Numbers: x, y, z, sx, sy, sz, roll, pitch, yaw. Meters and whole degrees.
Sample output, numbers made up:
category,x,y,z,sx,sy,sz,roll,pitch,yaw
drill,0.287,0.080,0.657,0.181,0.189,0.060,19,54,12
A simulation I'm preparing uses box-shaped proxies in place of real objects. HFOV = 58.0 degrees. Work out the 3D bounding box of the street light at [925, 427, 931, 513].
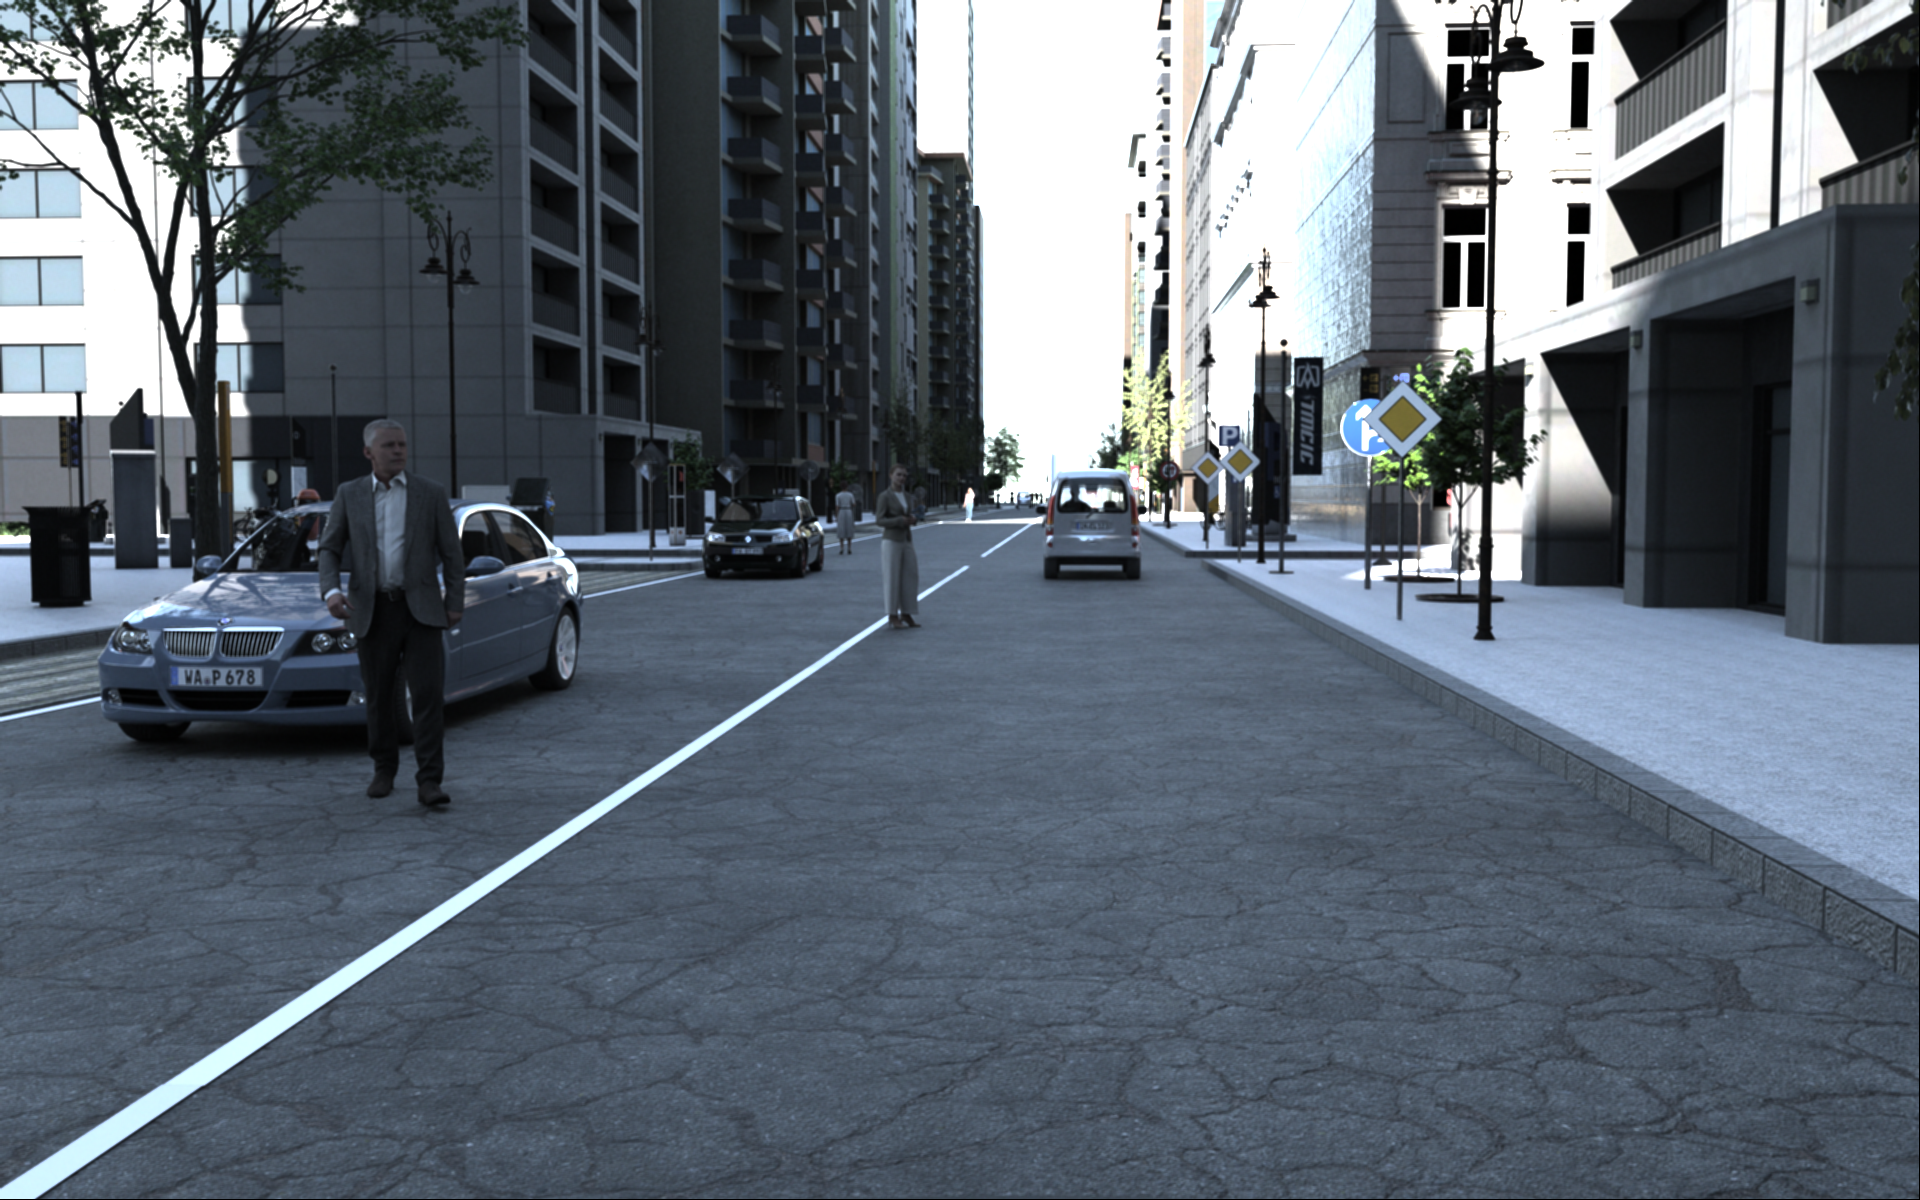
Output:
category,x,y,z,sx,sy,sz,roll,pitch,yaw
street light,-2.279,-8.891,118.161,0.468,5.910,1.993,0,4,4

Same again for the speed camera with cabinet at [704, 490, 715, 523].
category,x,y,z,sx,sy,sz,roll,pitch,yaw
speed camera with cabinet,-11.829,-5.147,78.485,0.660,3.252,2.038,-3,4,-38

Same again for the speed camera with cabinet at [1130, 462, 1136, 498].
category,x,y,z,sx,sy,sz,roll,pitch,yaw
speed camera with cabinet,10.498,-6.898,107.121,0.660,3.252,2.038,1,4,10

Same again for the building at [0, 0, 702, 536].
category,x,y,z,sx,sy,sz,roll,pitch,yaw
building,-20.602,-38.146,61.946,20.563,71.187,20.611,0,4,4

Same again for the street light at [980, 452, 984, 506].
category,x,y,z,sx,sy,sz,roll,pitch,yaw
street light,2.350,-12.989,185.155,0.468,5.910,1.993,0,4,4

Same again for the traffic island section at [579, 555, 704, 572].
category,x,y,z,sx,sy,sz,roll,pitch,yaw
traffic island section,-5.953,-0.672,33.276,2.009,0.180,2.903,0,4,4

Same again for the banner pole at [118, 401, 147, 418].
category,x,y,z,sx,sy,sz,roll,pitch,yaw
banner pole,-22.364,-3.474,46.809,0.863,3.779,0.401,-2,4,-30

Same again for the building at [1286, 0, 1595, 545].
category,x,y,z,sx,sy,sz,roll,pitch,yaw
building,32.134,-16.671,48.982,44.131,29.872,17.030,0,4,4

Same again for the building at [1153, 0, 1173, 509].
category,x,y,z,sx,sy,sz,roll,pitch,yaw
building,27.502,-29.953,144.359,22.147,44.769,28.867,0,4,4

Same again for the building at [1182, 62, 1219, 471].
category,x,y,z,sx,sy,sz,roll,pitch,yaw
building,21.055,-18.894,102.432,14.314,27.812,24.014,0,4,4

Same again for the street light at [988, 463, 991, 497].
category,x,y,z,sx,sy,sz,roll,pitch,yaw
street light,3.320,-13.959,201.015,0.468,5.910,1.993,0,4,4

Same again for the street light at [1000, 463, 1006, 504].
category,x,y,z,sx,sy,sz,roll,pitch,yaw
street light,5.566,-16.006,234.479,0.468,5.910,1.993,0,4,4

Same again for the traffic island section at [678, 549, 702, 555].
category,x,y,z,sx,sy,sz,roll,pitch,yaw
traffic island section,-5.417,-1.160,41.243,2.009,0.180,2.903,0,4,4

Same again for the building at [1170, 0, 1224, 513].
category,x,y,z,sx,sy,sz,roll,pitch,yaw
building,22.197,-28.907,122.732,14.600,45.320,14.200,0,4,4

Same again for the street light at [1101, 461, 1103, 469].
category,x,y,z,sx,sy,sz,roll,pitch,yaw
street light,20.919,-17.423,257.658,0.468,5.910,1.993,0,4,4

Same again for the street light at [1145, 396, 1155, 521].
category,x,y,z,sx,sy,sz,roll,pitch,yaw
street light,8.945,-6.643,81.406,0.468,5.910,1.993,0,4,4

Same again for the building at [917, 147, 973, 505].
category,x,y,z,sx,sy,sz,roll,pitch,yaw
building,-9.817,-34.436,217.649,22.147,44.769,28.867,0,4,4

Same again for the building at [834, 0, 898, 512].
category,x,y,z,sx,sy,sz,roll,pitch,yaw
building,-12.136,-26.911,123.590,14.154,41.232,14.086,0,4,4

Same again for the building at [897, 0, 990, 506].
category,x,y,z,sx,sy,sz,roll,pitch,yaw
building,-6.247,-49.129,241.504,20.563,71.187,20.611,0,4,4

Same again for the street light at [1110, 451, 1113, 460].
category,x,y,z,sx,sy,sz,roll,pitch,yaw
street light,14.077,-11.330,158.029,0.468,5.910,1.993,0,4,4

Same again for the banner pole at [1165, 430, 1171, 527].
category,x,y,z,sx,sy,sz,roll,pitch,yaw
banner pole,8.026,-4.675,66.455,0.401,3.779,0.863,0,4,2

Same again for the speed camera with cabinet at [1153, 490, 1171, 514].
category,x,y,z,sx,sy,sz,roll,pitch,yaw
speed camera with cabinet,12.698,-6.996,108.719,0.660,3.252,2.038,-1,4,-10

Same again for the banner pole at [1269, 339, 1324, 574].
category,x,y,z,sx,sy,sz,roll,pitch,yaw
banner pole,5.436,-2.318,27.923,0.863,3.779,0.401,1,4,13

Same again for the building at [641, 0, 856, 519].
category,x,y,z,sx,sy,sz,roll,pitch,yaw
building,-17.670,-26.995,95.987,22.147,44.769,28.867,0,4,4

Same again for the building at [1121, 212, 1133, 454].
category,x,y,z,sx,sy,sz,roll,pitch,yaw
building,31.876,-37.690,266.342,14.600,45.320,14.200,0,4,4

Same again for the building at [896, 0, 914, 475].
category,x,y,z,sx,sy,sz,roll,pitch,yaw
building,-18.215,-33.971,144.666,28.713,52.752,27.495,0,4,4

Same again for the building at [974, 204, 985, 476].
category,x,y,z,sx,sy,sz,roll,pitch,yaw
building,-3.555,-37.337,260.573,14.600,45.320,14.200,0,4,4

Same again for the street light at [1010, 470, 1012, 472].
category,x,y,z,sx,sy,sz,roll,pitch,yaw
street light,7.869,-18.042,267.779,0.468,5.910,1.993,0,4,4

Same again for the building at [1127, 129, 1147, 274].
category,x,y,z,sx,sy,sz,roll,pitch,yaw
building,38.215,-40.096,244.813,28.713,52.752,27.495,0,4,4

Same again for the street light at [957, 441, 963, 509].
category,x,y,z,sx,sy,sz,roll,pitch,yaw
street light,0.034,-10.939,151.640,0.468,5.910,1.993,0,4,4

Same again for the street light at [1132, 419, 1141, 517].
category,x,y,z,sx,sy,sz,roll,pitch,yaw
street light,10.156,-7.666,98.124,0.468,5.910,1.993,0,4,4

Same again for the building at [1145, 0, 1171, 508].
category,x,y,z,sx,sy,sz,roll,pitch,yaw
building,29.064,-38.556,172.386,21.231,58.520,28.212,0,4,4

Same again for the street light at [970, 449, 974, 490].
category,x,y,z,sx,sy,sz,roll,pitch,yaw
street light,1.237,-11.970,168.502,0.468,5.910,1.993,0,4,4

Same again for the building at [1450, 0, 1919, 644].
category,x,y,z,sx,sy,sz,roll,pitch,yaw
building,17.870,-35.366,16.490,20.563,71.187,20.611,0,4,4

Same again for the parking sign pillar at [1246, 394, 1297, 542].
category,x,y,z,sx,sy,sz,roll,pitch,yaw
parking sign pillar,8.452,-3.589,47.154,1.447,3.967,1.447,3,4,38

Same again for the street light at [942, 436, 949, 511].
category,x,y,z,sx,sy,sz,roll,pitch,yaw
street light,-1.110,-9.914,134.876,0.468,5.910,1.993,0,4,4

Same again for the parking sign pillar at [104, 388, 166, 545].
category,x,y,z,sx,sy,sz,roll,pitch,yaw
parking sign pillar,-21.257,-3.427,44.510,1.447,3.967,1.447,2,4,33

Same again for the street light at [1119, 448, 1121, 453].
category,x,y,z,sx,sy,sz,roll,pitch,yaw
street light,11.894,-9.262,124.224,0.468,5.910,1.993,0,4,4

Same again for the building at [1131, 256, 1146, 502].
category,x,y,z,sx,sy,sz,roll,pitch,yaw
building,28.430,-26.843,210.580,14.160,30.474,14.107,0,4,4

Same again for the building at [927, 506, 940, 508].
category,x,y,z,sx,sy,sz,roll,pitch,yaw
building,-12.519,-44.620,167.783,20.563,71.187,20.611,0,4,4

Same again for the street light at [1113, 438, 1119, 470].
category,x,y,z,sx,sy,sz,roll,pitch,yaw
street light,12.905,-10.281,140.883,0.468,5.910,1.993,0,4,4

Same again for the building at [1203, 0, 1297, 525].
category,x,y,z,sx,sy,sz,roll,pitch,yaw
building,18.834,-17.973,79.760,13.634,28.700,20.117,0,4,4

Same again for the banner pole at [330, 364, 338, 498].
category,x,y,z,sx,sy,sz,roll,pitch,yaw
banner pole,-12.117,-2.664,33.567,0.401,3.779,0.863,-1,4,-22

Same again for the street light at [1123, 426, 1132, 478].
category,x,y,z,sx,sy,sz,roll,pitch,yaw
street light,11.282,-8.696,114.969,0.468,5.910,1.993,0,4,4

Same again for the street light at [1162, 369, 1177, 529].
category,x,y,z,sx,sy,sz,roll,pitch,yaw
street light,7.757,-5.595,64.259,0.468,5.910,1.993,0,4,4
